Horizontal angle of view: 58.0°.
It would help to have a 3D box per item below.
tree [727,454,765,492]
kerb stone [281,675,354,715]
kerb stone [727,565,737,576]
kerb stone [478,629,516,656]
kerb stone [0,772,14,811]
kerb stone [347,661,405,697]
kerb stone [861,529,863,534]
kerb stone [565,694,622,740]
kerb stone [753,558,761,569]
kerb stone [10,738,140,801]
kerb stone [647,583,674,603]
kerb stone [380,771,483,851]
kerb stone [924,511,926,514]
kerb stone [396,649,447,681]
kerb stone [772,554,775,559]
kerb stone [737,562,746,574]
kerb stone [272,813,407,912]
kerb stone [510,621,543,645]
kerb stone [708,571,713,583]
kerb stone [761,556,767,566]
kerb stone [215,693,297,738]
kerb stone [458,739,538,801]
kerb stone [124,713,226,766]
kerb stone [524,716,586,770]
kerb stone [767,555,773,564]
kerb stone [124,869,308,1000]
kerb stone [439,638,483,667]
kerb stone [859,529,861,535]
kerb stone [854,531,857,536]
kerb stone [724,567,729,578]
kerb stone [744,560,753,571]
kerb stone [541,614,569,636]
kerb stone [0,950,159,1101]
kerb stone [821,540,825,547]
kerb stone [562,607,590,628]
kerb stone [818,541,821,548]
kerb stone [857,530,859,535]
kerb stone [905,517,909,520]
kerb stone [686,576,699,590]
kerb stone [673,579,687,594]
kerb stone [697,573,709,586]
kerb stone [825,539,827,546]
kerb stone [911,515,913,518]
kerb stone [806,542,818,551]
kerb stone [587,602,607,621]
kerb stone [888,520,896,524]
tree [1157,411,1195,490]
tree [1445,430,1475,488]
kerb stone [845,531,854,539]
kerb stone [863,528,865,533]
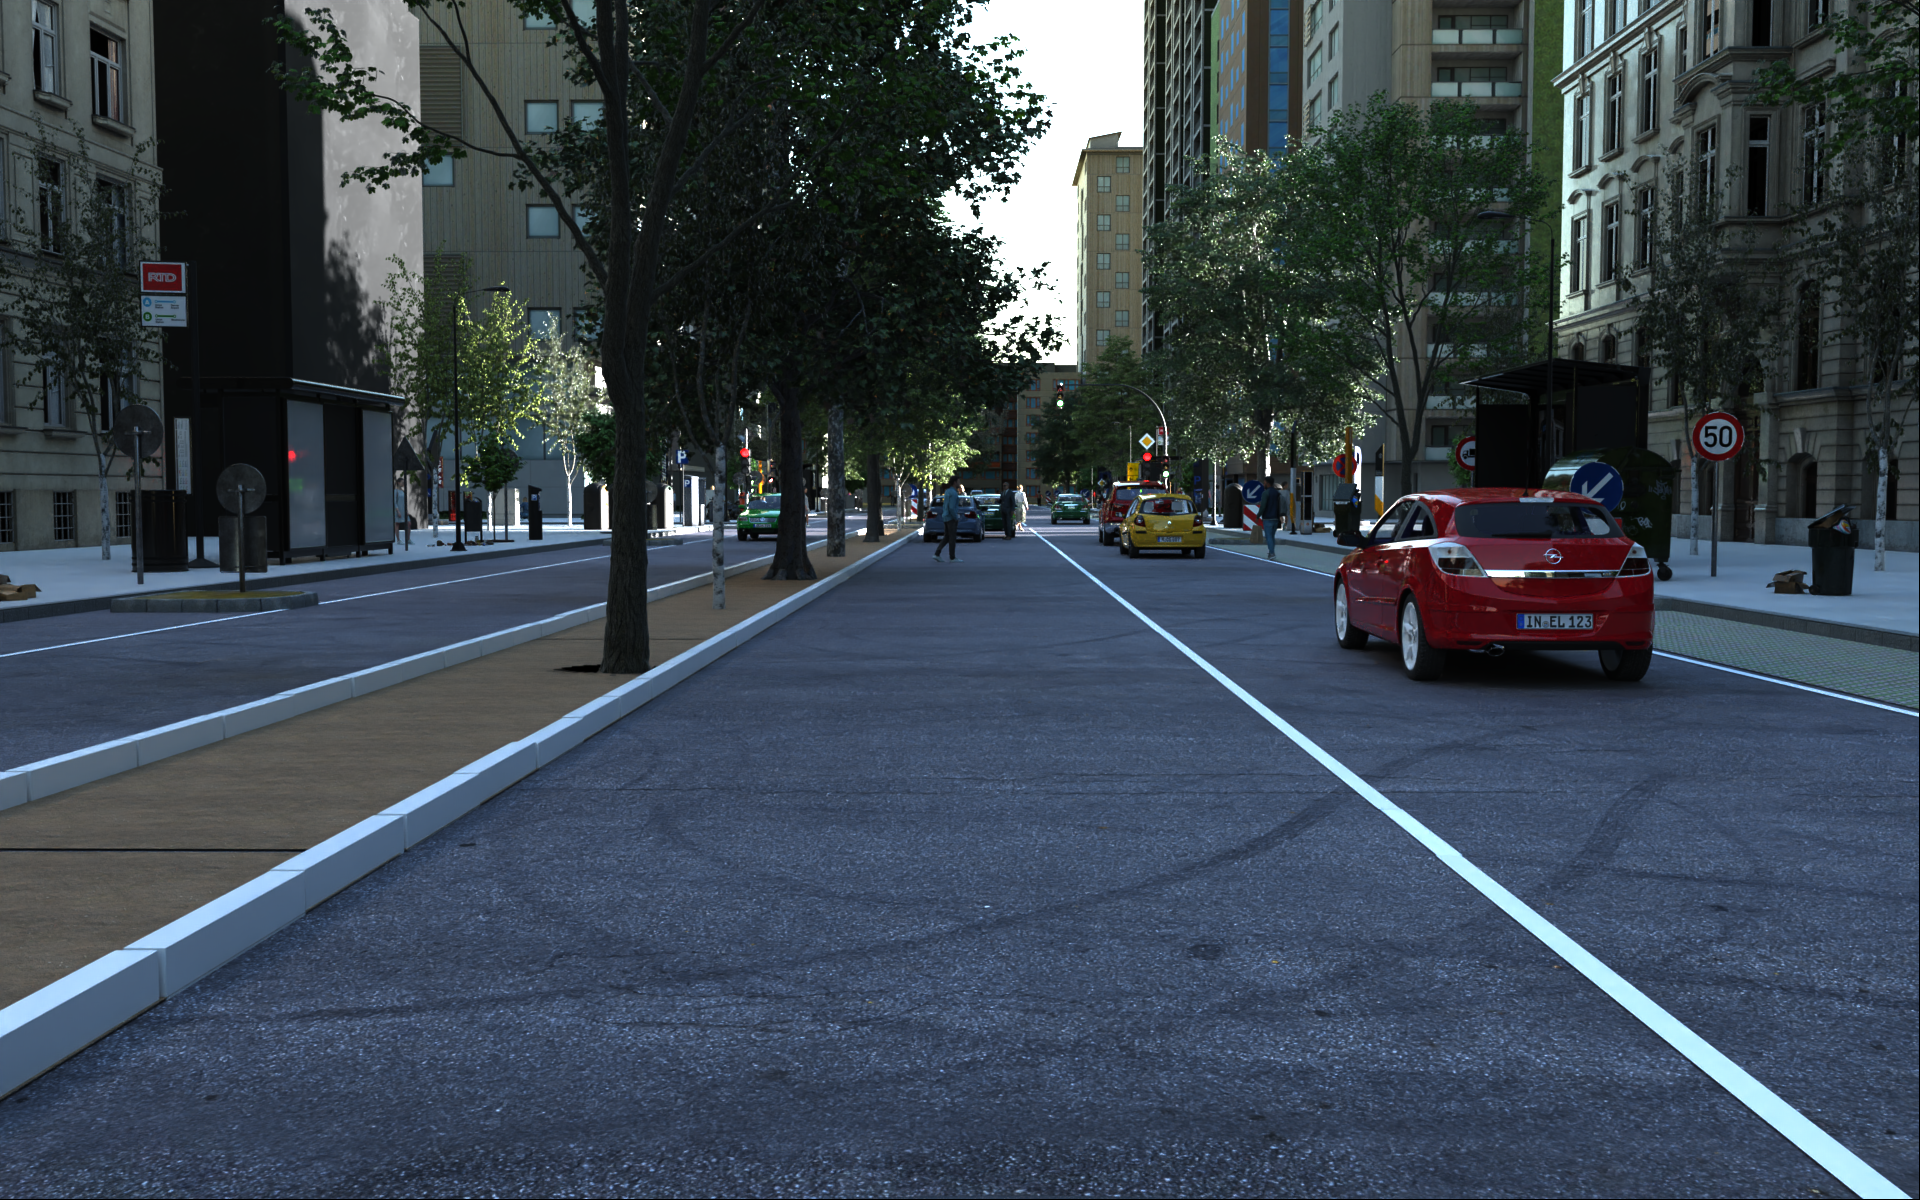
[{"bbox_3d":[-16.079,-8.806,127.695,4.285,4.588,4.351,0,3,0],"label":"tree"},{"bbox_3d":[-4.319,0.648,11.598,0.120,0.150,1.000,0,4,1],"label":"kerb stone"},{"bbox_3d":[-4.036,-0.479,30.033,0.120,0.150,1.000,0,4,1],"label":"kerb stone"},{"bbox_3d":[-4.247,0.397,15.697,0.120,0.150,1.000,0,4,1],"label":"kerb stone"},{"bbox_3d":[-4.374,0.899,7.496,0.120,0.150,1.000,0,4,1],"label":"kerb stone"},{"bbox_3d":[-4.290,0.586,12.620,0.120,0.150,1.000,0,4,1],"label":"kerb stone"},{"bbox_3d":[-3.582,-2.356,60.827,0.120,0.150,1.000,0,4,1],"label":"kerb stone"},{"bbox_3d":[-2.233,0.721,10.514,0.120,0.150,1.000,0,4,1],"label":"kerb stone"},{"bbox_3d":[-3.986,-0.667,33.125,0.120,0.150,1.000,0,4,1],"label":"kerb stone"},{"bbox_3d":[-4.356,0.836,8.524,0.120,0.150,1.000,0,4,1],"label":"kerb stone"},{"bbox_3d":[-4.128,-0.103,23.888,0.120,0.150,1.000,0,4,1],"label":"kerb stone"},{"bbox_3d":[-2.270,0.902,7.447,0.120,0.150,1.000,0,4,1],"label":"kerb stone"},{"bbox_3d":[-2.484,-6.840,134.074,0.120,0.150,1.000,0,4,1],"label":"kerb stone"},{"bbox_3d":[-4.284,0.523,13.650,0.120,0.150,1.000,0,4,1],"label":"kerb stone"},{"bbox_3d":[-3.948,-0.851,36.198,0.120,0.150,1.000,0,4,1],"label":"kerb stone"},{"bbox_3d":[-4.021,-0.542,31.069,0.120,0.150,1.000,0,4,1],"label":"kerb stone"},{"bbox_3d":[-2.288,0.965,6.417,0.120,0.150,1.000,0,4,1],"label":"kerb stone"},{"bbox_3d":[-4.235,0.337,16.719,0.120,0.150,1.000,0,4,1],"label":"kerb stone"},{"bbox_3d":[-4.062,-0.354,27.989,0.120,0.150,1.000,0,4,1],"label":"kerb stone"},{"bbox_3d":[-3.974,-0.731,34.153,0.120,0.150,1.000,0,4,1],"label":"kerb stone"},{"bbox_3d":[-4.326,0.716,10.576,0.120,0.150,1.000,0,4,1],"label":"kerb stone"},{"bbox_3d":[-2.264,0.840,8.469,0.120,0.150,1.000,0,4,1],"label":"kerb stone"},{"bbox_3d":[-4.341,0.775,9.546,0.120,0.150,1.000,0,4,1],"label":"kerb stone"},{"bbox_3d":[-2.239,0.787,9.491,0.120,0.150,1.000,0,4,1],"label":"kerb stone"},{"bbox_3d":[-3.966,-0.788,35.176,0.120,0.150,1.000,0,4,1],"label":"kerb stone"},{"bbox_3d":[-2.296,1.028,5.395,0.120,0.150,1.000,0,4,1],"label":"kerb stone"},{"bbox_3d":[-4.266,0.460,14.672,0.120,0.150,1.000,0,4,1],"label":"kerb stone"},{"bbox_3d":[-3.591,-2.300,59.792,0.120,0.150,1.000,0,4,1],"label":"kerb stone"},{"bbox_3d":[-3.618,-2.173,57.744,0.120,0.150,1.000,0,4,1],"label":"kerb stone"},{"bbox_3d":[-4.047,-0.414,29.011,0.120,0.150,1.000,0,4,1],"label":"kerb stone"},{"bbox_3d":[-4.006,-0.605,32.094,0.120,0.150,1.000,0,4,1],"label":"kerb stone"},{"bbox_3d":[-4.218,0.282,17.747,0.120,0.150,1.000,0,4,1],"label":"kerb stone"},{"bbox_3d":[-2.321,1.090,4.373,0.120,0.150,1.000,0,4,1],"label":"kerb stone"},{"bbox_3d":[-3.798,-1.484,46.457,0.120,0.150,1.000,0,4,1],"label":"kerb stone"},{"bbox_3d":[-4.212,0.209,18.774,0.120,0.150,1.000,0,4,1],"label":"kerb stone"},{"bbox_3d":[-3.809,-1.421,45.428,0.120,0.150,1.000,0,4,1],"label":"kerb stone"},{"bbox_3d":[-3.609,-2.235,58.766,0.120,0.150,1.000,0,4,1],"label":"kerb stone"},{"bbox_3d":[-3.055,-4.523,96.153,0.120,0.150,1.000,0,4,1],"label":"kerb stone"},{"bbox_3d":[-4.094,-0.227,25.932,0.120,0.150,1.000,0,4,1],"label":"kerb stone"},{"bbox_3d":[-4.106,-0.166,24.910,0.120,0.150,1.000,0,4,1],"label":"kerb stone"},{"bbox_3d":[-4.082,-0.291,26.957,0.120,0.150,1.000,0,4,1],"label":"kerb stone"},{"bbox_3d":[-3.776,-1.547,47.487,0.120,0.150,1.000,0,4,1],"label":"kerb stone"},{"bbox_3d":[-2.969,-4.835,101.280,0.120,0.150,1.000,0,4,1],"label":"kerb stone"},{"bbox_3d":[-3.813,-1.358,44.406,0.120,0.150,1.000,0,4,1],"label":"kerb stone"},{"bbox_3d":[-4.189,0.147,19.795,0.120,0.150,1.000,0,4,1],"label":"kerb stone"},{"bbox_3d":[-3.255,-3.708,82.847,0.120,0.150,1.000,0,4,1],"label":"kerb stone"},{"bbox_3d":[18.032,-11.703,141.700,4.737,8.622,4.395,0,3,0],"label":"tree"},{"bbox_3d":[24.457,-5.980,81.490,4.285,4.588,4.351,0,3,0],"label":"tree"},{"bbox_3d":[-3.637,-2.111,56.713,0.120,0.150,1.000,0,4,1],"label":"kerb stone"},{"bbox_3d":[-3.561,-2.426,61.854,0.120,0.150,1.000,0,4,1],"label":"kerb stone"}]
